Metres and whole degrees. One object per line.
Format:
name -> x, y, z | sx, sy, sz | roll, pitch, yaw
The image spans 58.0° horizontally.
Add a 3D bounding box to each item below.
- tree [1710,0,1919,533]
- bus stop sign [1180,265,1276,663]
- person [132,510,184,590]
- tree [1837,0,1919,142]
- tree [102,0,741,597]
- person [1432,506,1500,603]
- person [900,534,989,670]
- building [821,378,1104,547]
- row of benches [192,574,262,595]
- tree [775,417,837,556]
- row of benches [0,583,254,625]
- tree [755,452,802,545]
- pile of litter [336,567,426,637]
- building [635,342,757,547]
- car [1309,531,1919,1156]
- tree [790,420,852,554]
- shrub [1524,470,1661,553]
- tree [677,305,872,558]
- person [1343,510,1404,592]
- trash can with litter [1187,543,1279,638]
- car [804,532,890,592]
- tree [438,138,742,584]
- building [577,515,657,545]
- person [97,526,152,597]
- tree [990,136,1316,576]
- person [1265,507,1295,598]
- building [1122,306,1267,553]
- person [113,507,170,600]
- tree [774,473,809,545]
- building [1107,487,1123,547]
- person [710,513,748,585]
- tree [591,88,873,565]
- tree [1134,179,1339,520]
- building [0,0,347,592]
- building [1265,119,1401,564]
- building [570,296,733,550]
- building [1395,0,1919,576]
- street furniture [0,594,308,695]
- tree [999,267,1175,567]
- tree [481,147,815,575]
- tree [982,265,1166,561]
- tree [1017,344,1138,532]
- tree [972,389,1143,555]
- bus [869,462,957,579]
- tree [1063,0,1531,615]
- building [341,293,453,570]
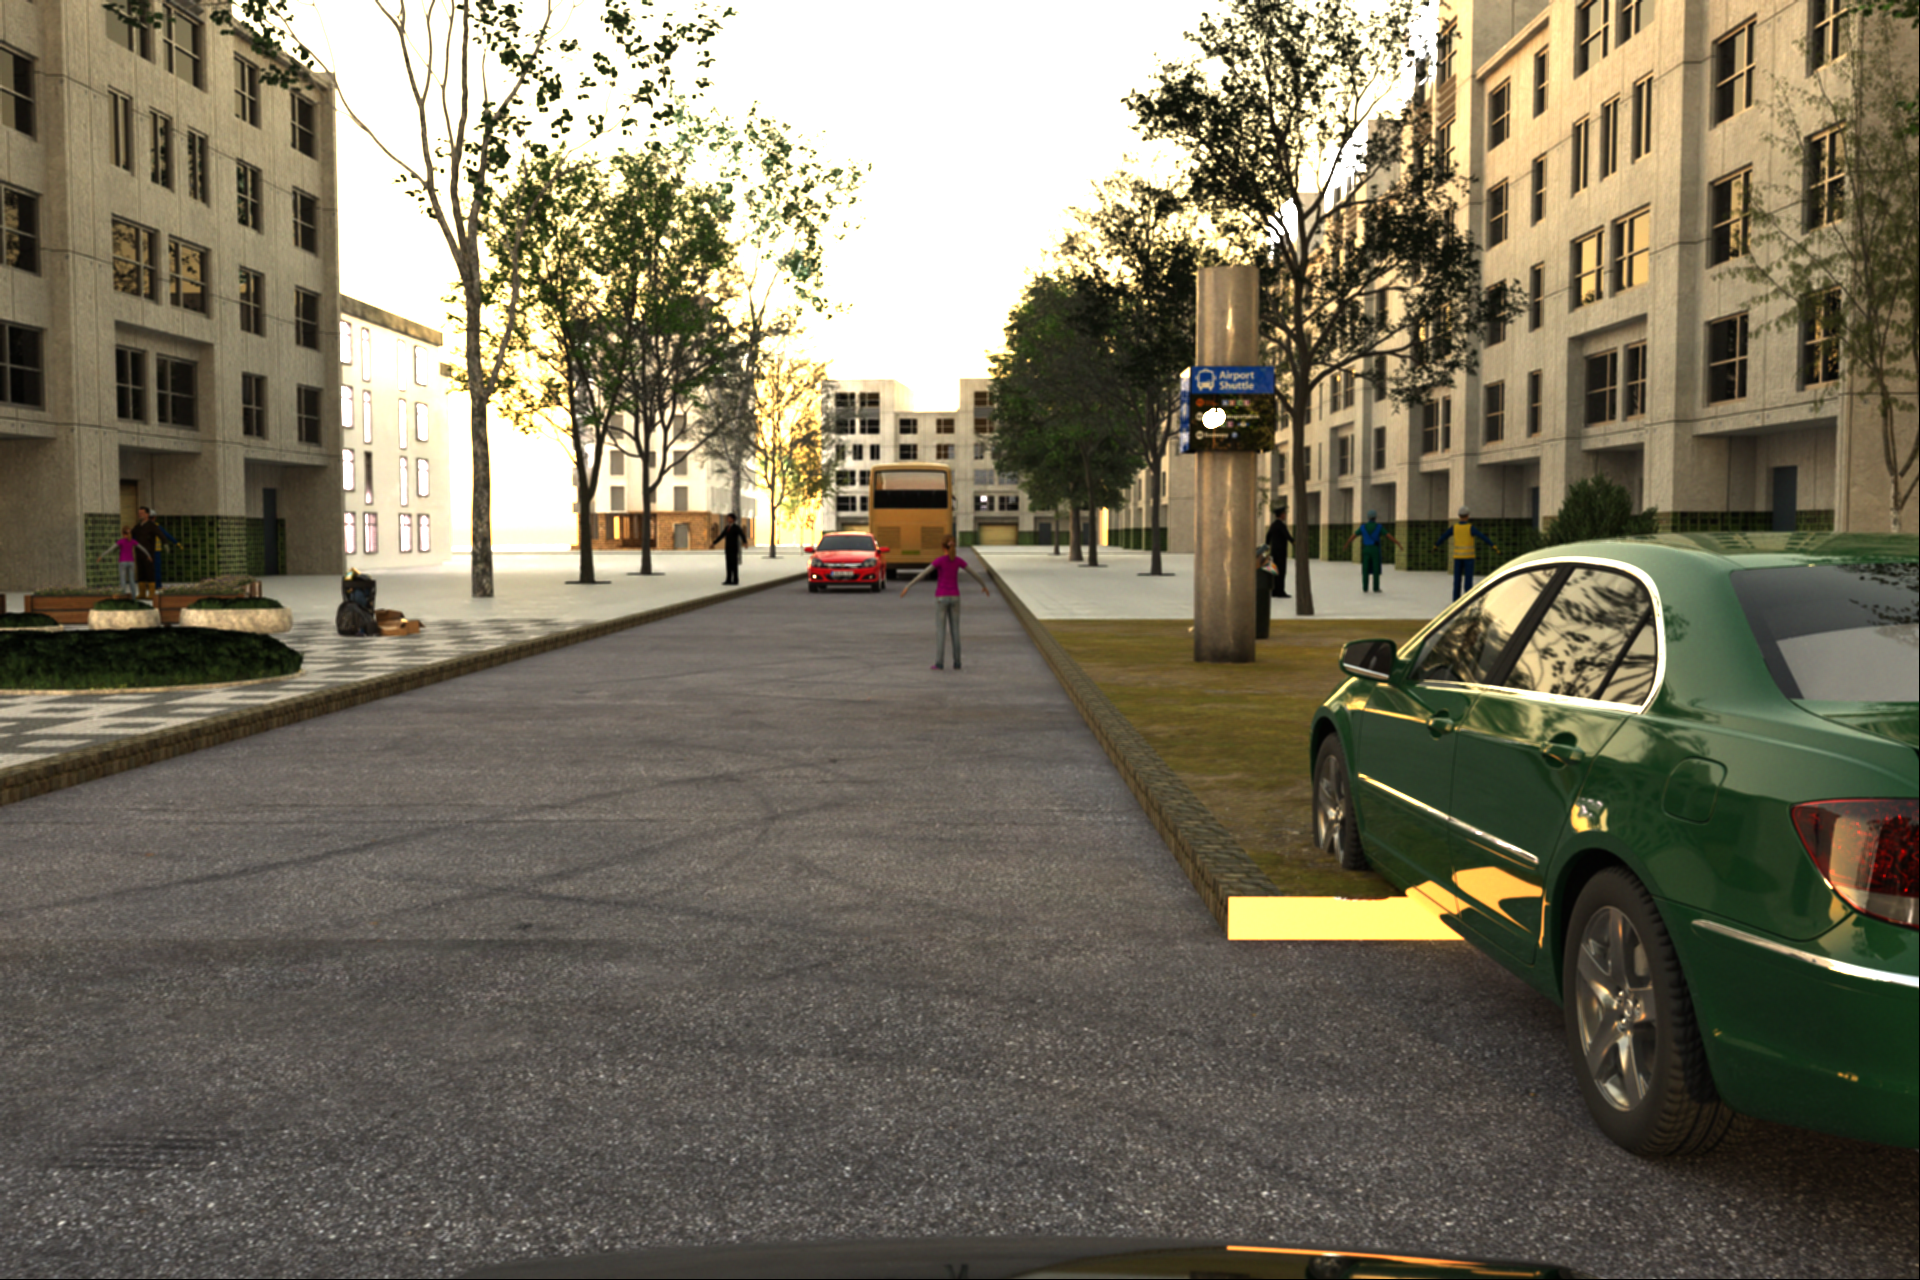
tree -> 12.503, -4.424, 22.688 | 4.360, 8.622, 3.978 | 0, 3, 0
bus stop sign -> 2.667, -1.733, 17.355 | 0.837, 3.901, 0.837 | 0, 4, 1
person -> -18.451, -2.057, 39.596 | 1.349, 1.833, 0.705 | 0, 4, 3
tree -> 10.580, -5.361, 13.411 | 9.928, 11.665, 9.643 | 0, 3, 0
tree -> -10.495, -10.860, 33.447 | 12.611, 20.169, 13.585 | 0, 3, 0
person -> 8.905, -1.472, 30.529 | 1.216, 1.772, 0.721 | 2, 4, 35
person -> -0.148, -0.404, 18.327 | 0.991, 1.433, 0.599 | -1, 4, -20
building -> 0.824, -20.424, 202.846 | 31.486, 18.905, 16.747 | 0, 4, 6
row of benches -> -10.729, -0.604, 25.337 | 1.422, 0.672, 4.104 | -1, 4, -17
tree -> -9.488, -9.332, 102.939 | 4.360, 8.622, 3.978 | 0, 3, 0
row of benches -> -10.724, -0.355, 21.273 | 4.104, 0.672, 1.422 | -1, 4, -12
tree -> -21.518, -16.987, 203.485 | 9.928, 11.665, 9.643 | 0, 3, 0
pile of litter -> -7.511, -0.516, 22.405 | 1.176, 0.858, 1.719 | 0, 4, 0
building -> -26.836, -19.309, 172.121 | 16.016, 20.090, 11.380 | 0, 4, 1
car -> 2.396, 0.389, 5.437 | 2.131, 1.459, 4.920 | 0, 4, -1
tree -> -9.114, -9.718, 109.259 | 4.737, 8.622, 4.395 | 0, 3, 0
shrub -> 7.800, -1.058, 21.344 | 1.661, 2.075, 1.752 | 0, 3, 0
tree -> -9.851, -11.096, 91.789 | 12.009, 13.543, 11.850 | 0, 3, 0
person -> 9.075, -1.957, 38.131 | 1.347, 1.817, 0.704 | 2, 4, 29
trash can with litter -> 3.337, -0.602, 21.236 | 1.055, 1.170, 0.624 | 0, 4, 0
car -> -2.840, -2.139, 44.014 | 2.155, 1.783, 4.494 | 0, 4, 0
tree -> -9.605, -7.278, 44.752 | 9.928, 11.665, 9.643 | 0, 3, 0
building -> -27.978, -18.264, 155.034 | 16.016, 20.090, 11.380 | 0, 4, 0
person -> -15.269, -1.371, 31.686 | 0.599, 1.433, 0.991 | 3, 5, 41
tree -> 6.050, -8.757, 53.548 | 12.009, 13.543, 11.850 | 0, 3, 0
person -> 6.497, -1.783, 35.081 | 0.705, 1.837, 1.347 | -1, 4, -20
building -> 22.583, -16.379, 134.257 | 16.747, 18.905, 31.486 | 0, 4, 0
person -> -15.842, -1.682, 33.631 | 1.346, 1.812, 0.704 | 1, 4, 19
tree -> -19.070, -15.083, 196.962 | 4.737, 8.622, 4.395 | 0, 3, 0
building -> 24.232, -18.667, 171.659 | 16.747, 18.905, 31.486 | 0, 4, 0
person -> -5.795, -2.299, 43.773 | 1.347, 1.806, 0.705 | 3, 5, 40
tree -> -9.921, -13.317, 73.625 | 12.611, 20.169, 13.585 | 0, 3, 0
tree -> 5.280, -5.264, 36.431 | 4.360, 8.622, 3.978 | 0, 3, 0
building -> -27.993, -10.520, 38.455 | 16.747, 18.905, 31.486 | 0, 4, 1
building -> 25.704, -13.216, 82.543 | 16.747, 18.905, 31.486 | 0, 4, 0
building -> -24.830, -17.267, 138.741 | 16.016, 20.090, 11.380 | 0, 4, -1
building -> 23.807, -10.943, 45.374 | 16.747, 18.905, 31.486 | 0, 4, 0
street furniture -> -11.002, 0.009, 15.481 | 10.072, 0.657, 5.734 | -1, 4, -10
tree -> 5.108, -8.709, 68.140 | 9.928, 11.665, 9.643 | 0, 3, 0
tree -> -9.768, -8.802, 54.288 | 12.009, 13.543, 11.850 | 0, 3, 0
tree -> 5.494, -10.697, 81.549 | 9.857, 13.997, 8.962 | 0, 3, 0
tree -> 6.407, -10.659, 92.403 | 7.486, 12.596, 7.792 | 0, 3, 0
tree -> 5.837, -11.866, 104.386 | 12.009, 13.543, 11.850 | 0, 3, 0
bus -> -1.525, -4.091, 58.427 | 2.896, 3.916, 12.252 | 0, 4, 0
tree -> 5.119, -5.670, 27.114 | 7.601, 10.594, 8.767 | 0, 4, -2
building -> -26.004, -7.951, 72.147 | 9.099, 9.664, 28.070 | 0, 3, 0
